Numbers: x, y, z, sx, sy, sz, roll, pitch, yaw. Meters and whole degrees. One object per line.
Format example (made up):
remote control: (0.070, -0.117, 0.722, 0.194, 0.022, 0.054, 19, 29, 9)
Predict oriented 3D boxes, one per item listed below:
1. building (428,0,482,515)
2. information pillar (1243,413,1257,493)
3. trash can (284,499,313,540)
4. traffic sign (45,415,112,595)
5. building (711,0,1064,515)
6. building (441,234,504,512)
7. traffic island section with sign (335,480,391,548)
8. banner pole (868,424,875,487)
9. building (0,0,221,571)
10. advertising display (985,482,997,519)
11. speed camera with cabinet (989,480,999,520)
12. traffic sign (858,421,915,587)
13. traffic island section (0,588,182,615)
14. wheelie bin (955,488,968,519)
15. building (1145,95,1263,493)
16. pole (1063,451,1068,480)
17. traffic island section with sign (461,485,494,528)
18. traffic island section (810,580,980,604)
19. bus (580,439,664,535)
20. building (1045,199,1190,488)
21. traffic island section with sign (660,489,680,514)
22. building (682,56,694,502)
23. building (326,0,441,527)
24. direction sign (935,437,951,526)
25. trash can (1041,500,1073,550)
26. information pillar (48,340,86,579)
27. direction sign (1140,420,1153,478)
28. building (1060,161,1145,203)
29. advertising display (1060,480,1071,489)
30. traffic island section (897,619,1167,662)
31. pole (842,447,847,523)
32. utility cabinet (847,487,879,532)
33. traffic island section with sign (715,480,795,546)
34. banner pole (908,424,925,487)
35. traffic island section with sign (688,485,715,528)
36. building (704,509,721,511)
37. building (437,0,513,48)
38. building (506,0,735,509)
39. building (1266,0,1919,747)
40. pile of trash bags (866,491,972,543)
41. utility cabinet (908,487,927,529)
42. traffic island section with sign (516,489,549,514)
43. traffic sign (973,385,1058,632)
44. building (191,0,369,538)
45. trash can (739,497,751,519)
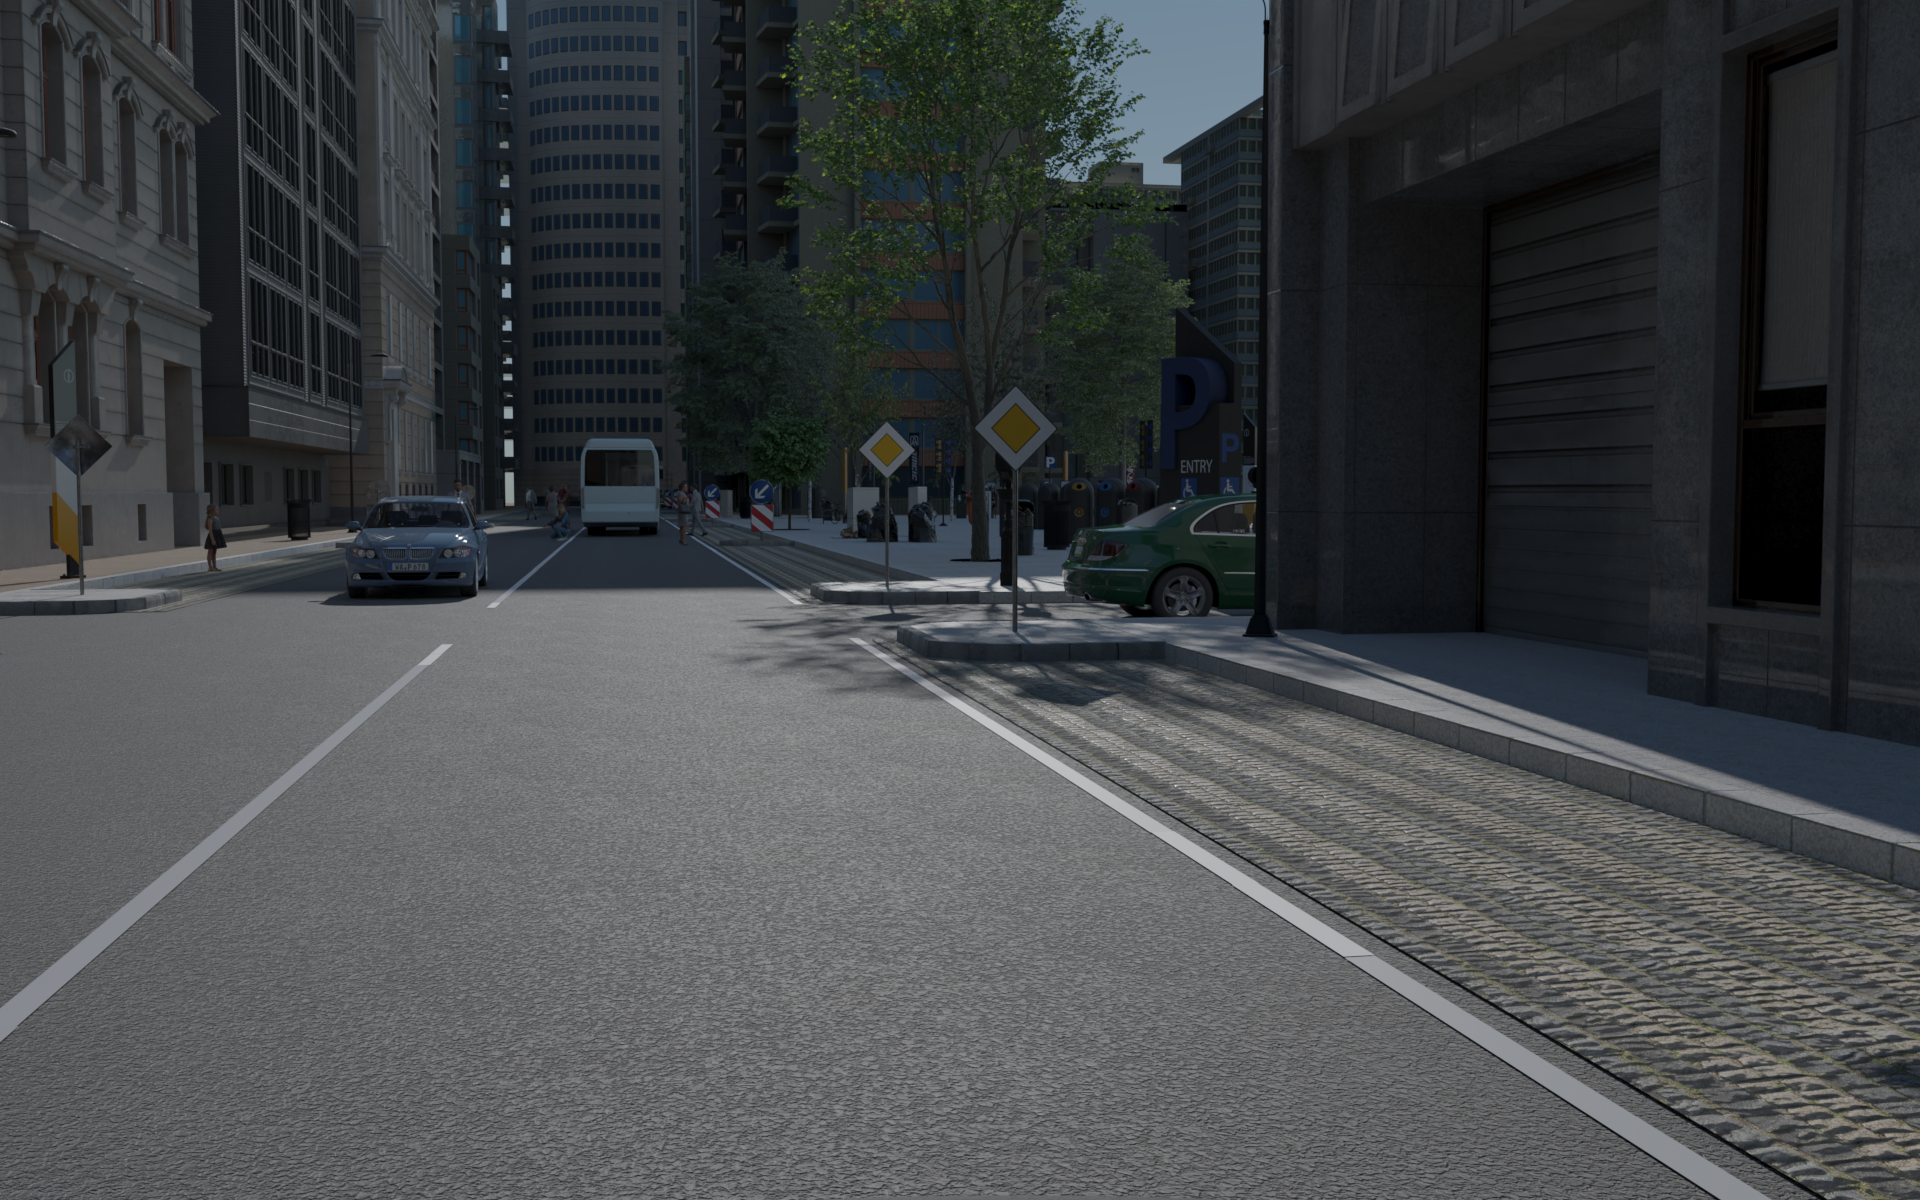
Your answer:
building: (-39.693, -40.602, 102.098, 20.563, 71.187, 20.611, -1, 4, -11)
information pillar: (8.391, -3.601, 50.235, 0.183, 3.616, 0.504, -3, 4, -36)
trash can: (-18.445, -2.243, 48.327, 0.748, 1.137, 0.748, 0, 3, 0)
traffic sign: (-11.170, -1.122, 21.983, 0.795, 2.450, 0.064, -1, 4, -11)
building: (-5.474, -28.375, 118.554, 22.147, 44.769, 28.867, -1, 4, -11)
building: (-48.985, -17.267, 127.347, 27.650, 21.520, 28.899, -1, 4, -11)
traffic island section with sign: (-15.633, -2.323, 46.603, 1.989, 1.847, 2.006, -1, 4, -11)
banner pole: (-3.152, -4.391, 61.816, 0.401, 3.779, 0.863, -1, 4, -20)
building: (-22.812, -14.874, 30.586, 14.401, 28.519, 23.554, -1, 4, -11)
advertising display: (1.635, -5.218, 90.533, 0.123, 1.923, 0.974, -2, 4, -31)
speed camera with cabinet: (1.570, -5.650, 86.711, 2.038, 3.252, 0.660, 0, 4, -4)
traffic sign: (-1.011, -1.241, 23.926, 0.795, 2.450, 0.064, -1, 4, -11)
traffic island section: (-11.192, 0.015, 22.041, 2.009, 0.180, 2.903, -1, 4, -11)
wheelie bin: (0.090, -5.072, 90.836, 0.693, 1.594, 0.980, 0, 4, -1)
building: (34.432, -29.126, 168.098, 23.993, 40.220, 32.217, -1, 4, -11)
pole: (5.023, -5.415, 82.375, 0.158, 3.312, 0.155, 0, 3, 0)
traffic island section with sign: (-20.853, -3.970, 73.533, 1.989, 1.847, 2.006, -1, 4, -11)
traffic island section: (-0.989, -0.106, 24.007, 2.009, 0.180, 2.903, -1, 4, -11)
bus: (-12.419, -4.230, 64.017, 2.948, 3.499, 13.247, -1, 4, -10)
building: (14.072, -24.564, 173.329, 14.107, 30.474, 14.160, -1, 4, -11)
traffic island section with sign: (-20.404, -7.060, 124.056, 1.989, 1.847, 2.006, -1, 4, -11)
building: (-19.503, -29.557, 166.848, 14.154, 41.232, 14.086, -1, 4, -11)
building: (-30.583, -17.739, 75.940, 13.634, 28.700, 20.117, -1, 4, -11)
direction sign: (-0.669, -4.731, 69.342, 0.379, 3.537, 0.876, 3, 5, 44)
trash can: (2.230, -1.727, 39.890, 0.748, 1.137, 0.748, 0, 3, 0)
information pillar: (-13.539, -2.132, 26.213, 0.183, 3.616, 0.504, 1, 4, 13)
direction sign: (5.731, -3.752, 53.334, 0.379, 3.537, 0.876, -1, 4, -20)
building: (18.760, -31.403, 205.321, 23.993, 40.220, 32.217, -1, 4, -11)
advertising display: (5.177, -4.633, 80.963, 0.974, 1.923, 0.123, 1, 4, 13)
traffic island section: (0.531, 0.374, 16.168, 2.009, 0.180, 2.903, -1, 4, -11)
pole: (-5.033, -5.006, 75.684, 0.158, 3.312, 0.155, 0, 3, 0)
utility cabinet: (-3.218, -2.983, 57.446, 0.318, 1.500, 1.173, 3, 5, 44)
traffic island section with sign: (-5.674, -2.418, 48.158, 1.989, 1.847, 2.006, -1, 4, -11)
banner pole: (-1.501, -4.389, 61.776, 0.863, 3.779, 0.401, 3, 4, 36)
traffic island section with sign: (-10.812, -4.036, 74.621, 1.989, 1.847, 2.006, -1, 4, -11)
building: (-12.080, -36.939, 145.946, 21.231, 58.520, 28.212, -1, 4, -11)
building: (-55.646, -32.721, 154.600, 30.456, 49.044, 23.786, -1, 4, -11)
building: (-34.544, -39.602, 189.484, 28.212, 58.520, 21.231, -1, 4, -11)
building: (10.706, -11.581, 7.373, 12.078, 24.808, 19.932, -1, 4, -11)
pile of trash bags: (-0.897, -2.247, 46.485, 3.447, 1.369, 1.912, 1, 4, 15)
utility cabinet: (-1.295, -2.681, 52.515, 0.318, 1.500, 1.173, 1, 4, 12)
traffic island section with sign: (-30.360, -6.969, 122.566, 1.989, 1.847, 2.006, -1, 4, -11)
traffic sign: (0.510, -0.761, 16.086, 0.795, 2.450, 0.064, -1, 4, -11)
building: (-27.700, -15.938, 54.092, 14.314, 27.812, 24.014, -1, 4, -11)
trash can: (-11.208, -4.822, 90.489, 0.748, 1.137, 0.748, 0, 3, 0)
